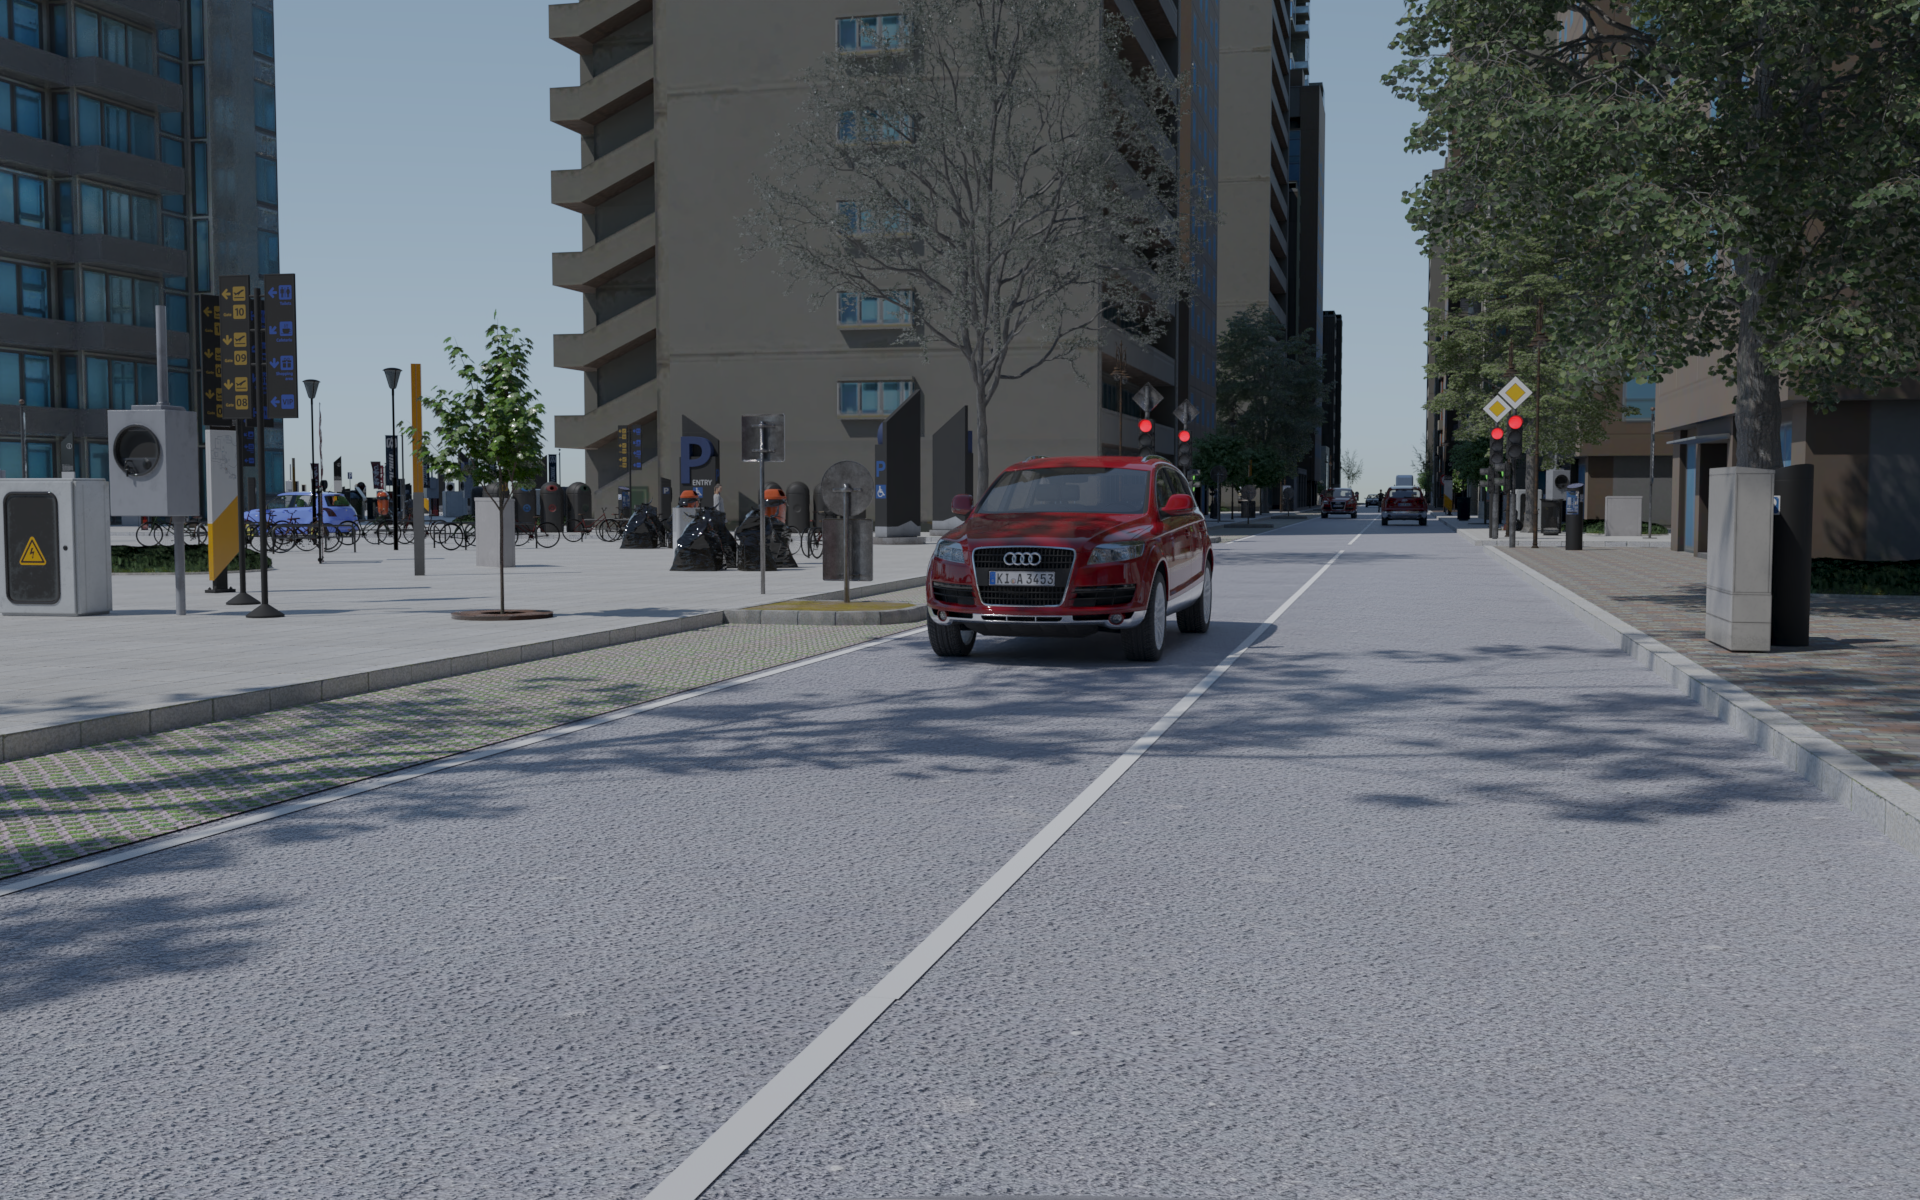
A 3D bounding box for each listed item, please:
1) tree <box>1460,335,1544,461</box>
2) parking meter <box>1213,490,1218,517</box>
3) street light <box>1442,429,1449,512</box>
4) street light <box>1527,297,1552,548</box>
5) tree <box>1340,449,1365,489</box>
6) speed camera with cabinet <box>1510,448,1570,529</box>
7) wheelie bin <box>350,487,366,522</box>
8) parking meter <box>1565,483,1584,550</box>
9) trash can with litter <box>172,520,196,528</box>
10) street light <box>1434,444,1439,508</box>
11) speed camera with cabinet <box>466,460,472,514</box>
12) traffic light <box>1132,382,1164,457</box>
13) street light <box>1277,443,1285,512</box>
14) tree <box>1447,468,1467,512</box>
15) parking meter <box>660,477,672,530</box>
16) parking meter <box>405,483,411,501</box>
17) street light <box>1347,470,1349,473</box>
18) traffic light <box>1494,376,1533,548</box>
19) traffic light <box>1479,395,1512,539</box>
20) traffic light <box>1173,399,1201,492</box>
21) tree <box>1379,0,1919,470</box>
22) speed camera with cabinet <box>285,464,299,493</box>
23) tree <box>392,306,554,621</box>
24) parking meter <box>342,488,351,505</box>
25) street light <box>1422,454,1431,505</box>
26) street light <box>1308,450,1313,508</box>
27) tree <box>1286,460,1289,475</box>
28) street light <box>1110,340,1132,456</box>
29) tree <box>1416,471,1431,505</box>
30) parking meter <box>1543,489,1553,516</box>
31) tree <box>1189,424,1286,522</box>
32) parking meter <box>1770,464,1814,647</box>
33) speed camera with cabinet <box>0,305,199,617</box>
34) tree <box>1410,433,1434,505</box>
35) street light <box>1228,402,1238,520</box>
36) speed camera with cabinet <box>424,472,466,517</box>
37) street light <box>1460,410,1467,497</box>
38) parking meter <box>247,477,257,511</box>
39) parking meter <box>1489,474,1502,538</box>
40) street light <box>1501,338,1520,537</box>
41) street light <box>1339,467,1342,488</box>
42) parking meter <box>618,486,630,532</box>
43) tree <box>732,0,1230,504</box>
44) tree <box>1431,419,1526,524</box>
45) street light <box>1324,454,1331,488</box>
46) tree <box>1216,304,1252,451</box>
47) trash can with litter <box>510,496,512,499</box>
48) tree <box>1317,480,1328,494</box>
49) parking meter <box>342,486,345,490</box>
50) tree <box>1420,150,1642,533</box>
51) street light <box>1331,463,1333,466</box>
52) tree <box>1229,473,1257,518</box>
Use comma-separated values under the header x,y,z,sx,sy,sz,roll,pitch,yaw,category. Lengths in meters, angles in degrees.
x,y,z,sx,sy,sz,roll,pitch,yaw,category
25.231,-8.004,81.233,4.737,8.622,4.395,0,3,0,tree
13.664,-5.119,92.108,0.372,1.533,0.369,0,3,0,parking meter
35.390,-9.396,126.408,0.468,5.910,1.993,1,4,14,street light
13.607,-4.160,40.801,0.468,5.910,1.993,1,4,14,street light
62.919,-20.103,279.046,4.360,8.622,3.978,0,3,0,tree
21.225,-4.222,63.361,2.038,3.252,0.660,0,4,-7,speed camera with cabinet
-27.507,-4.348,78.998,0.693,1.594,0.980,0,4,-5,wheelie bin
14.036,-1.905,39.553,0.372,1.533,0.369,0,3,0,parking meter
-29.286,-3.290,65.180,0.624,1.170,1.055,1,4,19,trash can with litter
44.145,-11.487,160.595,0.468,5.910,1.993,1,4,14,street light
-28.211,-6.356,98.258,0.660,3.252,2.038,-3,4,-36,speed camera with cabinet
4.714,-3.339,43.509,0.839,4.253,0.868,1,4,14,traffic light
22.608,-9.120,121.894,0.468,5.910,1.993,1,4,14,street light
35.034,-7.858,123.078,1.663,3.219,1.824,0,3,0,tree
-9.962,-3.243,58.734,0.399,1.863,0.255,-1,4,-16,parking meter
-29.061,-5.213,90.951,0.399,1.863,0.255,-2,4,-25,parking meter
61.744,-18.521,275.604,0.468,5.910,1.993,1,4,14,street light
13.209,-3.208,41.369,0.839,4.253,0.868,1,4,14,traffic light
15.181,-3.681,49.108,0.839,4.253,0.868,1,4,14,traffic light
6.686,-3.812,51.248,0.839,4.253,0.868,1,4,14,traffic light
8.987,-6.873,19.023,9.857,13.997,8.962,0,3,0,tree
-43.486,-7.347,114.451,2.038,3.252,0.660,1,4,10,speed camera with cabinet
-4.743,-1.434,18.049,1.663,3.219,1.824,0,3,0,tree
-27.478,-4.228,77.542,0.372,1.533,0.369,0,3,0,parking meter
55.819,-14.319,206.906,0.468,5.910,1.993,1,4,14,street light
32.546,-11.506,160.905,0.468,5.910,1.993,1,4,14,street light
18.313,-7.449,105.497,4.285,4.588,4.351,0,3,0,tree
4.839,-4.854,52.144,0.468,5.910,1.993,1,4,14,street light
57.054,-13.875,210.571,4.285,4.588,4.351,0,3,0,tree
23.643,-3.745,69.634,0.372,1.533,0.369,0,3,0,parking meter
12.120,-5.952,81.036,4.285,4.588,4.351,0,3,0,tree
7.010,-0.383,14.679,0.372,1.533,0.369,0,3,0,parking meter
-9.103,-1.461,18.227,2.038,3.252,0.660,1,4,11,speed camera with cabinet
55.017,-15.430,202.640,4.360,8.622,3.978,0,3,0,tree
13.717,-6.990,87.069,0.468,5.910,1.993,1,4,14,street light
-28.484,-6.185,95.455,2.038,3.252,0.660,-3,4,-37,speed camera with cabinet
25.218,-6.969,86.724,0.468,5.910,1.993,1,4,14,street light
-24.662,-3.343,60.364,0.255,1.863,0.399,-1,4,-16,parking meter
15.537,-2.731,50.371,0.255,1.863,0.399,1,4,15,parking meter
16.371,-4.821,51.614,0.468,5.910,1.993,1,4,14,street light
52.960,-16.401,240.944,0.468,5.910,1.993,1,4,14,street light
-10.861,-2.911,56.009,0.372,1.533,0.369,0,3,0,parking meter
0.502,-7.695,36.176,12.009,13.543,11.850,0,3,0,tree
22.506,-5.509,73.788,4.285,4.588,4.351,0,3,0,tree
41.233,-13.597,195.104,0.468,5.910,1.993,1,4,14,street light
20.199,-12.719,114.610,9.857,13.997,8.962,0,3,0,tree
-29.514,-6.251,113.259,2.233,1.210,1.678,-1,4,-9,trash can with litter
41.348,-12.563,200.008,1.663,3.219,1.824,0,3,0,tree
-45.988,-7.536,128.932,0.399,1.863,0.255,-3,4,-36,parking meter
19.081,-8.528,57.568,7.486,12.596,7.792,0,3,0,tree
44.228,-14.310,206.757,0.468,5.910,1.993,1,4,14,street light
15.525,-6.138,94.959,1.663,3.219,1.824,0,3,0,tree
